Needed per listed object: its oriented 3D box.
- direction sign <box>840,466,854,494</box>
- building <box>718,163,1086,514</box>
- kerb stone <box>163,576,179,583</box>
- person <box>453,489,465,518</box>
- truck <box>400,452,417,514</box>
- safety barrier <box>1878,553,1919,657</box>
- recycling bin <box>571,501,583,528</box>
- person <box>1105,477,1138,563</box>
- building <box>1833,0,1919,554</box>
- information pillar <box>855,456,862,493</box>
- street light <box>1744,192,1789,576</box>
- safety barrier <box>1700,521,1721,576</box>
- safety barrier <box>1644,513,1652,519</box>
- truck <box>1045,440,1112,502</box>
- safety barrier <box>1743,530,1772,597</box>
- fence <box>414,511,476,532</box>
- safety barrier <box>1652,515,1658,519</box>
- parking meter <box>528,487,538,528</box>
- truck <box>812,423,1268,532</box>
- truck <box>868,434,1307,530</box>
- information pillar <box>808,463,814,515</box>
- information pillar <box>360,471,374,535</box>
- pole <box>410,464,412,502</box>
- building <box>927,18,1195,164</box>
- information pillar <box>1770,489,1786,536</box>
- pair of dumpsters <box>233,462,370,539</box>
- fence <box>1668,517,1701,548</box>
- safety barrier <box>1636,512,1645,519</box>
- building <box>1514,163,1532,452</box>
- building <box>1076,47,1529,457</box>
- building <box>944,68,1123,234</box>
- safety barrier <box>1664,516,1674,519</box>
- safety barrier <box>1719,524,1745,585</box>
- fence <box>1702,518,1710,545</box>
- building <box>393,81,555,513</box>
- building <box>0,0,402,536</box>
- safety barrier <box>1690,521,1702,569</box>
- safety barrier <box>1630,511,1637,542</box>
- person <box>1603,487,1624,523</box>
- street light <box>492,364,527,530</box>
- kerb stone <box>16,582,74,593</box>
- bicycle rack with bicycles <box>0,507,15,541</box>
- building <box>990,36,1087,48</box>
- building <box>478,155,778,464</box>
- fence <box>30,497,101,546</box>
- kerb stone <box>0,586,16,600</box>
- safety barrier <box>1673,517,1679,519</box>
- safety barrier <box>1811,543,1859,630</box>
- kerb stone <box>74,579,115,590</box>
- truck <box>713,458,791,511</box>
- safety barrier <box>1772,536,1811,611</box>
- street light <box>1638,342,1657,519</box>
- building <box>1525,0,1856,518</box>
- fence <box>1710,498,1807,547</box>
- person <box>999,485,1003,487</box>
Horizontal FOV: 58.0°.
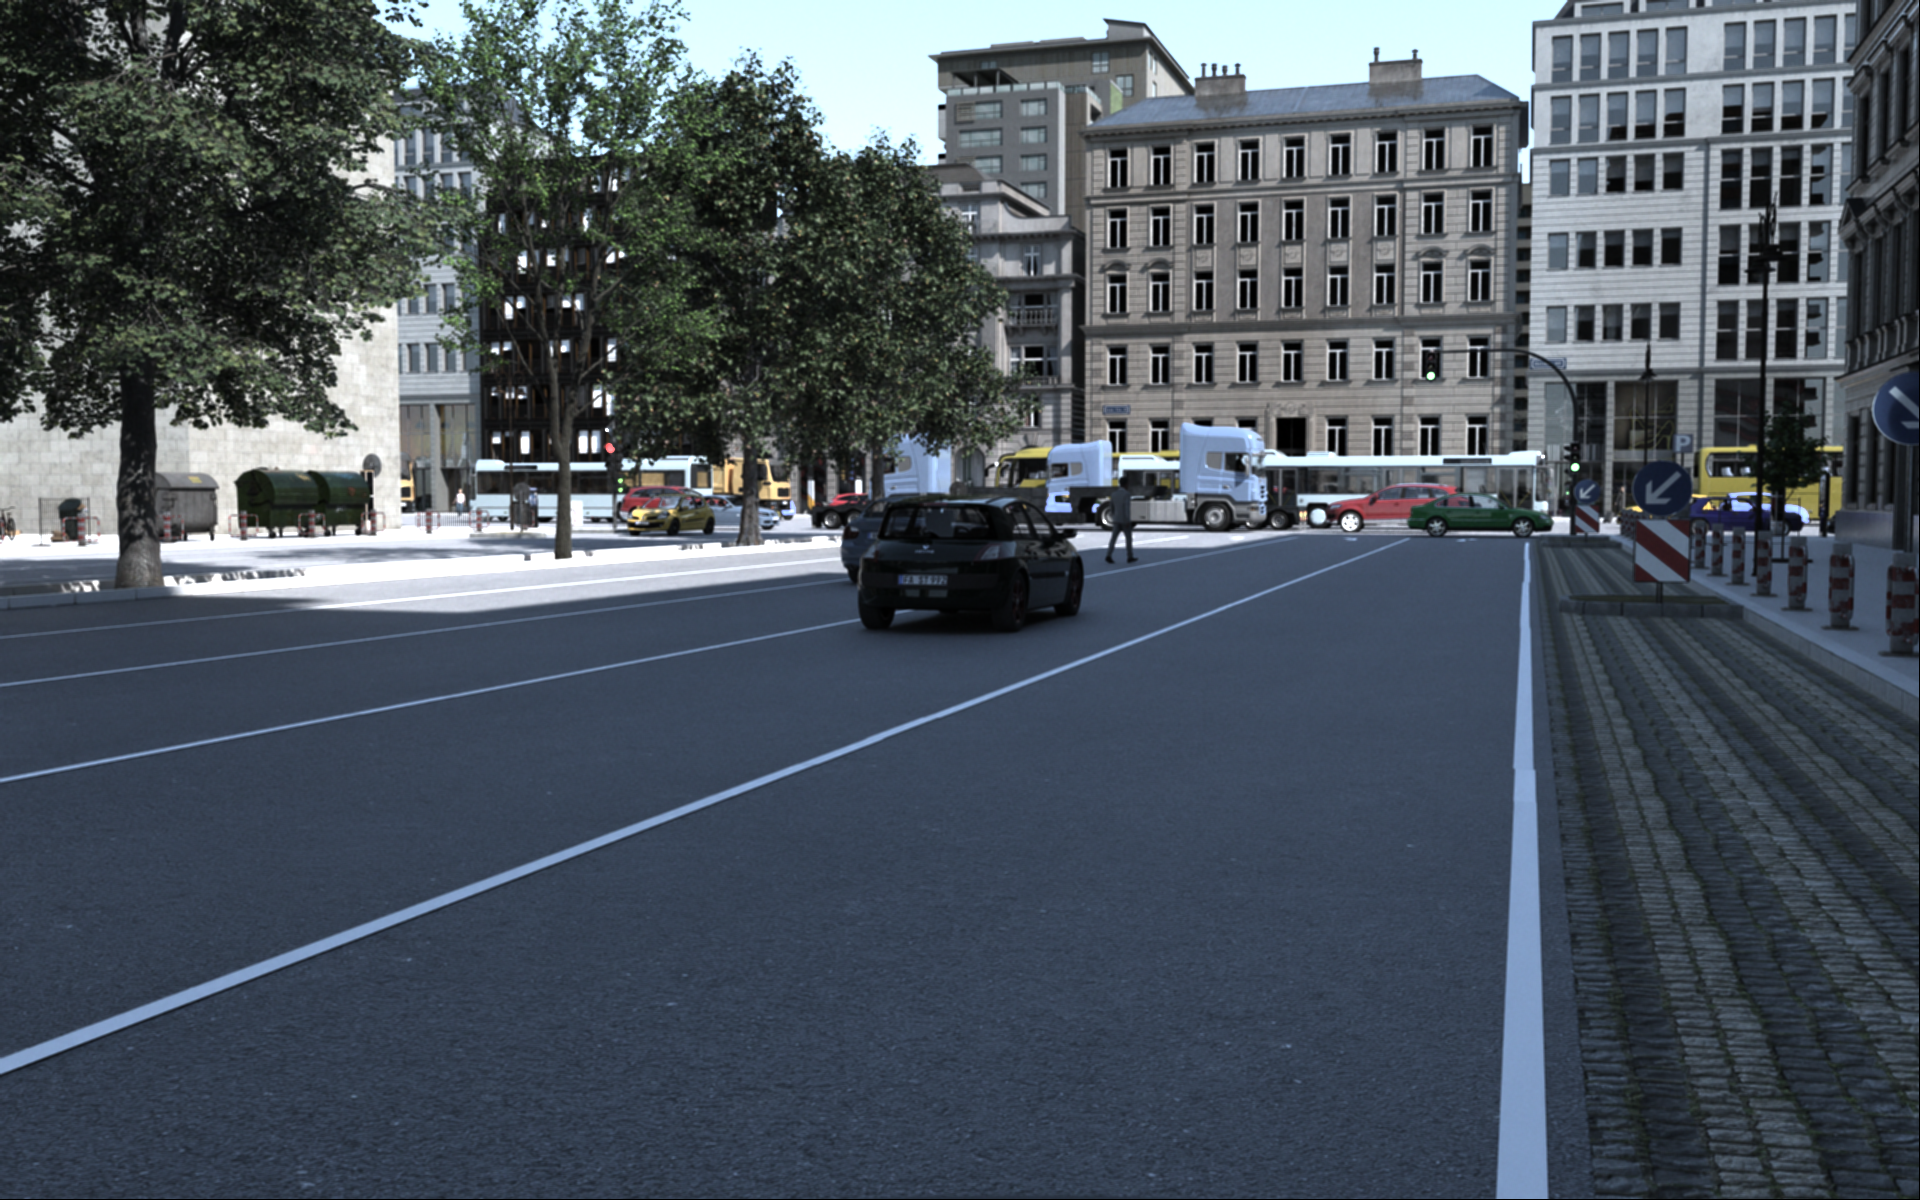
[{"bbox_3d":[-6.878,-6.933,105.359,0.876,3.537,0.379,-1,4,-15],"label":"direction sign"},{"bbox_3d":[-2.542,-16.524,111.961,24.055,21.916,13.314,1,4,18],"label":"building"},{"bbox_3d":[-12.457,-0.265,26.610,0.120,0.150,1.000,1,4,18],"label":"kerb stone"},{"bbox_3d":[-29.890,-5.757,103.303,0.731,1.740,0.598,-1,4,-12],"label":"person"},{"bbox_3d":[-28.803,-5.058,78.615,9.791,3.379,3.469,1,4,18],"label":"truck"},{"bbox_3d":[7.457,0.035,13.696,0.300,0.817,1.120,1,4,18],"label":"safety barrier"},{"bbox_3d":[-14.644,-3.233,65.408,0.722,1.027,0.722,-1,4,-15],"label":"recycling bin"},{"bbox_3d":[3.350,-1.667,36.033,0.850,1.792,0.678,-3,5,-44],"label":"person"},{"bbox_3d":[25.726,-10.545,37.030,10.561,19.102,19.286,1,4,18],"label":"building"},{"bbox_3d":[-6.054,-6.832,103.052,0.183,3.616,0.504,3,5,42],"label":"information pillar"},{"bbox_3d":[12.453,-3.308,26.873,0.468,5.910,1.993,1,4,18],"label":"street light"},{"bbox_3d":[11.860,-0.785,27.117,0.300,0.817,1.120,1,4,18],"label":"safety barrier"},{"bbox_3d":[16.250,-1.605,40.512,0.300,0.817,1.120,1,4,18],"label":"safety barrier"},{"bbox_3d":[12.821,-5.846,85.341,18.799,4.110,2.967,1,4,18],"label":"truck"},{"bbox_3d":[10.102,-0.457,21.753,0.300,0.817,1.120,1,4,18],"label":"safety barrier"},{"bbox_3d":[-17.672,-2.696,59.455,2.069,0.683,0.278,-2,4,-32],"label":"fence"},{"bbox_3d":[15.374,-1.441,37.838,0.300,0.817,1.120,1,4,18],"label":"safety barrier"},{"bbox_3d":[-16.198,-3.502,65.673,0.372,1.533,0.369,0,3,0],"label":"parking meter"},{"bbox_3d":[3.236,-4.788,68.048,18.799,4.110,2.967,1,4,19],"label":"truck"},{"bbox_3d":[4.698,-4.996,71.449,18.799,4.110,2.967,1,4,18],"label":"truck"},{"bbox_3d":[-9.016,-6.943,104.872,0.504,3.616,0.183,3,5,39],"label":"information pillar"},{"bbox_3d":[-18.577,-3.046,54.290,0.304,2.012,0.304,2,4,34],"label":"information pillar"},{"bbox_3d":[-36.795,-7.468,115.938,0.158,3.312,0.155,0,3,0],"label":"pole"},{"bbox_3d":[11.848,-37.556,203.275,27.495,52.752,28.713,1,4,18],"label":"building"},{"bbox_3d":[24.963,-2.957,52.843,0.304,2.012,0.304,0,4,-6],"label":"information pillar"},{"bbox_3d":[-19.524,-2.994,51.445,1.574,2.255,4.437,1,4,18],"label":"pair of dumpsters"},{"bbox_3d":[17.336,-1.621,41.882,0.278,0.683,2.069,0,4,2],"label":"fence"},{"bbox_3d":[17.127,-1.769,43.193,0.300,0.817,1.120,1,4,18],"label":"safety barrier"},{"bbox_3d":[80.552,-38.671,255.964,21.600,48.544,21.300,1,4,18],"label":"building"},{"bbox_3d":[20.586,-18.723,103.386,25.104,27.353,12.463,1,4,18],"label":"building"},{"bbox_3d":[7.256,-29.629,168.033,14.154,41.232,14.086,1,4,18],"label":"building"},{"bbox_3d":[14.497,-1.277,35.156,0.300,0.817,1.120,1,4,18],"label":"safety barrier"},{"bbox_3d":[10.979,-0.621,24.429,0.300,0.817,1.120,1,4,18],"label":"safety barrier"},{"bbox_3d":[18.876,-1.812,45.009,0.278,0.683,2.069,0,4,-5],"label":"fence"},{"bbox_3d":[-43.665,-21.177,123.742,29.804,29.767,11.434,1,4,18],"label":"building"},{"bbox_3d":[-29.832,-12.543,59.826,16.860,20.320,10.420,1,4,18],"label":"building"},{"bbox_3d":[12.736,-0.950,29.801,0.300,0.817,1.120,1,4,18],"label":"safety barrier"},{"bbox_3d":[18.006,-1.932,45.865,0.300,0.817,1.120,1,4,18],"label":"safety barrier"},{"bbox_3d":[32.364,-4.700,85.561,1.509,1.804,0.699,-2,4,-26],"label":"person"},{"bbox_3d":[-15.867,-5.406,61.181,0.468,5.910,1.993,1,4,18],"label":"street light"},{"bbox_3d":[-13.096,-0.149,24.655,0.120,0.150,1.000,1,4,18],"label":"kerb stone"},{"bbox_3d":[-27.589,-2.109,47.863,2.852,0.926,2.925,-3,4,-36],"label":"bicycle rack with bicycles"},{"bbox_3d":[16.939,-51.175,274.961,20.611,71.187,20.563,1,4,18],"label":"building"},{"bbox_3d":[-22.022,-17.556,116.717,15.834,23.373,12.332,1,4,18],"label":"building"},{"bbox_3d":[-22.476,-1.976,43.509,0.480,1.192,2.264,0,4,4],"label":"fence"},{"bbox_3d":[-13.407,-0.091,23.675,0.120,0.150,1.000,1,4,18],"label":"kerb stone"},{"bbox_3d":[13.617,-1.113,32.478,0.300,0.817,1.120,1,4,18],"label":"safety barrier"},{"bbox_3d":[8.342,-0.130,16.395,0.300,0.817,1.120,1,4,18],"label":"safety barrier"},{"bbox_3d":[-12.777,-0.210,25.633,0.120,0.150,1.000,1,4,18],"label":"kerb stone"},{"bbox_3d":[-13.180,-5.956,93.311,9.791,3.379,3.469,1,4,18],"label":"truck"},{"bbox_3d":[9.226,-0.294,19.080,0.300,0.817,1.120,1,4,18],"label":"safety barrier"},{"bbox_3d":[20.882,-4.889,52.717,0.468,5.910,1.993,1,4,18],"label":"street light"},{"bbox_3d":[46.380,-19.337,93.654,29.804,29.767,11.434,1,4,18],"label":"building"},{"bbox_3d":[19.551,-1.909,42.409,0.480,1.192,2.264,-2,4,-33],"label":"fence"},{"bbox_3d":[2.008,-4.438,80.979,0.836,1.842,0.656,-3,5,-45],"label":"person"}]
